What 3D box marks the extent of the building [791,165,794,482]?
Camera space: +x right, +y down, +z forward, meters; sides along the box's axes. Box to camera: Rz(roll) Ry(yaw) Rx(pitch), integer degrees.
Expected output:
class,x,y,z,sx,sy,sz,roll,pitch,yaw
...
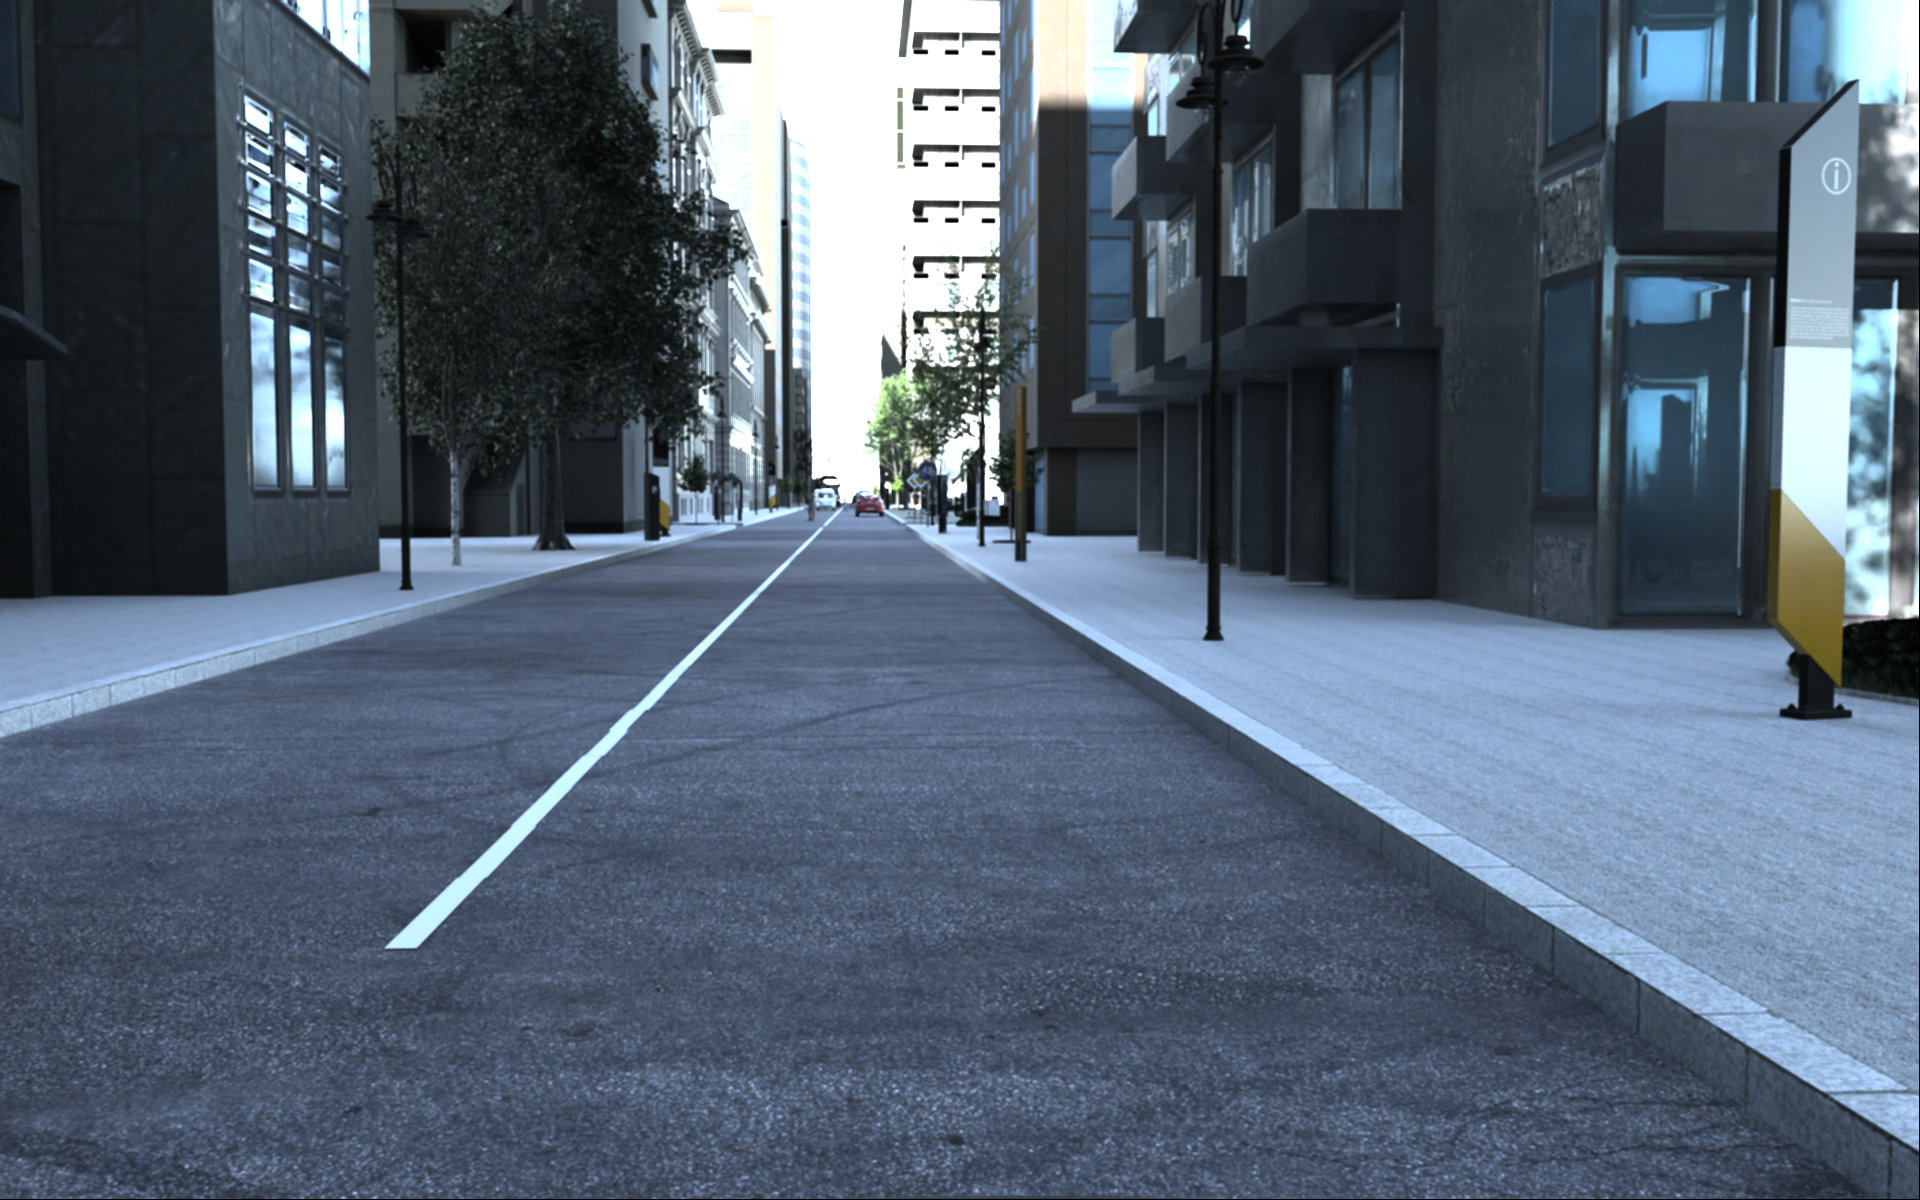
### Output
class,x,y,z,sx,sy,sz,roll,pitch,yaw
building,-26.766,-33.760,202.094,14.600,45.320,14.200,0,4,-3

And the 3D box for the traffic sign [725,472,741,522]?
class,x,y,z,sx,sy,sz,roll,pitch,yaw
traffic sign,-10.363,-4.597,78.804,0.795,2.450,0.064,0,4,-3

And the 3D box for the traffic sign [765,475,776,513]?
class,x,y,z,sx,sy,sz,roll,pitch,yaw
traffic sign,-12.699,-7.095,116.113,0.768,2.556,0.104,0,4,0

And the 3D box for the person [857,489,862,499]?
class,x,y,z,sx,sy,sz,roll,pitch,yaw
person,-8.573,-8.592,148.841,0.638,1.841,0.748,-2,4,-24

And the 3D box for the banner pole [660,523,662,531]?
class,x,y,z,sx,sy,sz,roll,pitch,yaw
banner pole,-10.206,-4.255,59.583,0.401,3.779,0.863,-3,4,-37

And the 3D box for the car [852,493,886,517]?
class,x,y,z,sx,sy,sz,roll,pitch,yaw
car,-5.799,-6.225,110.812,2.155,1.783,4.494,0,4,-4

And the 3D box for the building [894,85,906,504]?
class,x,y,z,sx,sy,sz,roll,pitch,yaw
building,-3.303,-52.876,302.778,20.563,71.187,20.611,0,4,-3

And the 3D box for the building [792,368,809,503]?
class,x,y,z,sx,sy,sz,roll,pitch,yaw
building,-36.305,-24.883,251.872,27.650,21.520,28.899,0,4,-3

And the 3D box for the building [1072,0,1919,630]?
class,x,y,z,sx,sy,sz,roll,pitch,yaw
building,14.765,-24.998,28.321,23.786,49.044,30.456,0,4,-3

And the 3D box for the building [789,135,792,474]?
class,x,y,z,sx,sy,sz,roll,pitch,yaw
building,-26.210,-32.894,187.928,14.600,45.320,14.200,0,4,-3

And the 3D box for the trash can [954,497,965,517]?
class,x,y,z,sx,sy,sz,roll,pitch,yaw
trash can,-0.016,-5.341,98.973,0.748,1.137,0.748,0,3,0

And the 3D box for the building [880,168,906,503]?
class,x,y,z,sx,sy,sz,roll,pitch,yaw
building,-0.904,-38.495,253.091,21.300,48.544,21.600,0,4,-3

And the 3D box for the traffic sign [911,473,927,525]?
class,x,y,z,sx,sy,sz,roll,pitch,yaw
traffic sign,-1.605,-4.138,71.307,0.795,2.450,0.064,0,4,-3

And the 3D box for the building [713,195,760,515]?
class,x,y,z,sx,sy,sz,roll,pitch,yaw
building,-19.387,-16.928,112.924,11.583,22.565,21.152,0,4,-3

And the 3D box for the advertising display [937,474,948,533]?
class,x,y,z,sx,sy,sz,roll,pitch,yaw
advertising display,-0.575,-3.181,57.224,0.123,1.923,0.974,1,4,13

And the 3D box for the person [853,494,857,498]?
class,x,y,z,sx,sy,sz,roll,pitch,yaw
person,-13.485,-13.497,229.200,1.348,1.821,0.705,1,4,11

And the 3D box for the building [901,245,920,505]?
class,x,y,z,sx,sy,sz,roll,pitch,yaw
building,0.136,-26.329,202.181,14.160,30.474,14.107,0,4,-3

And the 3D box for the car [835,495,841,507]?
class,x,y,z,sx,sy,sz,roll,pitch,yaw
car,-14.598,-11.378,198.606,1.945,1.354,3.894,0,4,-4

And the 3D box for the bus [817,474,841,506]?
class,x,y,z,sx,sy,sz,roll,pitch,yaw
bus,-16.534,-13.988,220.252,2.896,3.916,12.252,0,4,-2

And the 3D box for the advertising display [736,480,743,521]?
class,x,y,z,sx,sy,sz,roll,pitch,yaw
advertising display,-10.509,-4.728,82.518,0.123,1.923,0.974,-1,4,-17

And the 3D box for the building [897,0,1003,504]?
class,x,y,z,sx,sy,sz,roll,pitch,yaw
building,8.170,-36.204,181.182,28.713,52.752,27.495,0,4,-3

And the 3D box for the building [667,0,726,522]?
class,x,y,z,sx,sy,sz,roll,pitch,yaw
building,-19.862,-18.502,89.896,14.401,28.519,23.554,0,4,-3

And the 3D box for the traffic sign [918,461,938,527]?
class,x,y,z,sx,sy,sz,roll,pitch,yaw
traffic sign,-1.245,-4.090,66.983,0.768,2.556,0.104,0,3,0

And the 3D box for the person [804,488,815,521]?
class,x,y,z,sx,sy,sz,roll,pitch,yaw
person,-8.054,-5.130,92.727,0.532,1.782,0.716,-2,4,-33

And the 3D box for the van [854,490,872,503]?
class,x,y,z,sx,sy,sz,roll,pitch,yaw
van,-9.318,-9.865,168.301,2.013,2.044,4.112,0,4,-5

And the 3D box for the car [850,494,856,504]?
class,x,y,z,sx,sy,sz,roll,pitch,yaw
car,-15.339,-15.159,258.078,2.015,1.641,3.980,0,4,-4

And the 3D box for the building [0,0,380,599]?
class,x,y,z,sx,sy,sz,roll,pitch,yaw
building,-17.882,-42.664,10.225,22.319,86.520,31.000,0,4,-3

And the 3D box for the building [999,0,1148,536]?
class,x,y,z,sx,sy,sz,roll,pitch,yaw
building,8.794,-24.972,58.404,14.600,45.320,14.200,0,4,-3

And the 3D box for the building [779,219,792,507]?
class,x,y,z,sx,sy,sz,roll,pitch,yaw
building,-24.308,-24.626,174.342,14.160,30.474,14.107,0,4,-3

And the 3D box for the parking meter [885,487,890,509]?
class,x,y,z,sx,sy,sz,roll,pitch,yaw
parking meter,-6.190,-8.675,147.548,0.399,1.863,0.255,0,4,2

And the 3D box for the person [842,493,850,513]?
class,x,y,z,sx,sy,sz,roll,pitch,yaw
person,-8.627,-7.331,130.962,0.523,1.515,0.503,1,4,22

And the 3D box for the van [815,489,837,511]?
class,x,y,z,sx,sy,sz,roll,pitch,yaw
van,-11.782,-8.888,152.329,2.013,2.044,4.112,0,4,-3

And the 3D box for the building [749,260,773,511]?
class,x,y,z,sx,sy,sz,roll,pitch,yaw
building,-21.844,-17.957,135.400,13.314,21.916,24.055,0,4,-3

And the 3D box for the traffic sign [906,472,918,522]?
class,x,y,z,sx,sy,sz,roll,pitch,yaw
traffic sign,-2.082,-4.626,79.277,0.795,2.450,0.064,0,4,-3

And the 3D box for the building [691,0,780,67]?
class,x,y,z,sx,sy,sz,roll,pitch,yaw
building,-23.707,-31.172,159.772,14.600,45.320,14.200,0,4,-3

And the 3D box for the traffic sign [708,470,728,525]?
class,x,y,z,sx,sy,sz,roll,pitch,yaw
traffic sign,-9.885,-4.110,70.833,0.795,2.450,0.064,0,4,-3

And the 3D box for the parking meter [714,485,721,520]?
class,x,y,z,sx,sy,sz,roll,pitch,yaw
parking meter,-12.005,-4.901,85.840,0.255,1.863,0.399,1,4,8

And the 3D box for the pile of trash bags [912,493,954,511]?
class,x,y,z,sx,sy,sz,roll,pitch,yaw
pile of trash bags,-1.956,-7.462,131.748,3.447,1.369,1.912,1,4,11

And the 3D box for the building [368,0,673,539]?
class,x,y,z,sx,sy,sz,roll,pitch,yaw
building,-21.653,-26.589,58.440,21.600,48.544,21.300,0,4,-3

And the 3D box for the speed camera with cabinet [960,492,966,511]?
class,x,y,z,sx,sy,sz,roll,pitch,yaw
speed camera with cabinet,0.603,-7.840,122.524,0.660,3.252,2.038,-1,4,-19

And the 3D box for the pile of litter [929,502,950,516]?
class,x,y,z,sx,sy,sz,roll,pitch,yaw
pile of litter,-1.306,-5.331,101.133,1.176,0.858,1.719,-3,4,-37

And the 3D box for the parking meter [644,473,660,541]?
class,x,y,z,sx,sy,sz,roll,pitch,yaw
parking meter,-8.490,-2.572,47.756,0.255,1.863,0.399,3,4,39

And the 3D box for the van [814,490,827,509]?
class,x,y,z,sx,sy,sz,roll,pitch,yaw
van,-13.773,-9.889,168.695,2.013,2.044,4.112,0,4,-3

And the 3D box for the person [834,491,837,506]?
class,x,y,z,sx,sy,sz,roll,pitch,yaw
person,-15.159,-12.438,211.496,0.705,1.869,1.348,0,4,-5

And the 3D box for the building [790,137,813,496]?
class,x,y,z,sx,sy,sz,roll,pitch,yaw
building,-34.759,-45.100,279.388,21.231,58.520,28.212,0,4,-3

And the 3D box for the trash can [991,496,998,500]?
class,x,y,z,sx,sy,sz,roll,pitch,yaw
trash can,3.101,-8.734,154.454,0.748,1.137,0.748,0,3,0

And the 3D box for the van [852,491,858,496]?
class,x,y,z,sx,sy,sz,roll,pitch,yaw
van,-16.329,-16.576,278.035,2.013,2.044,4.112,0,4,-4
